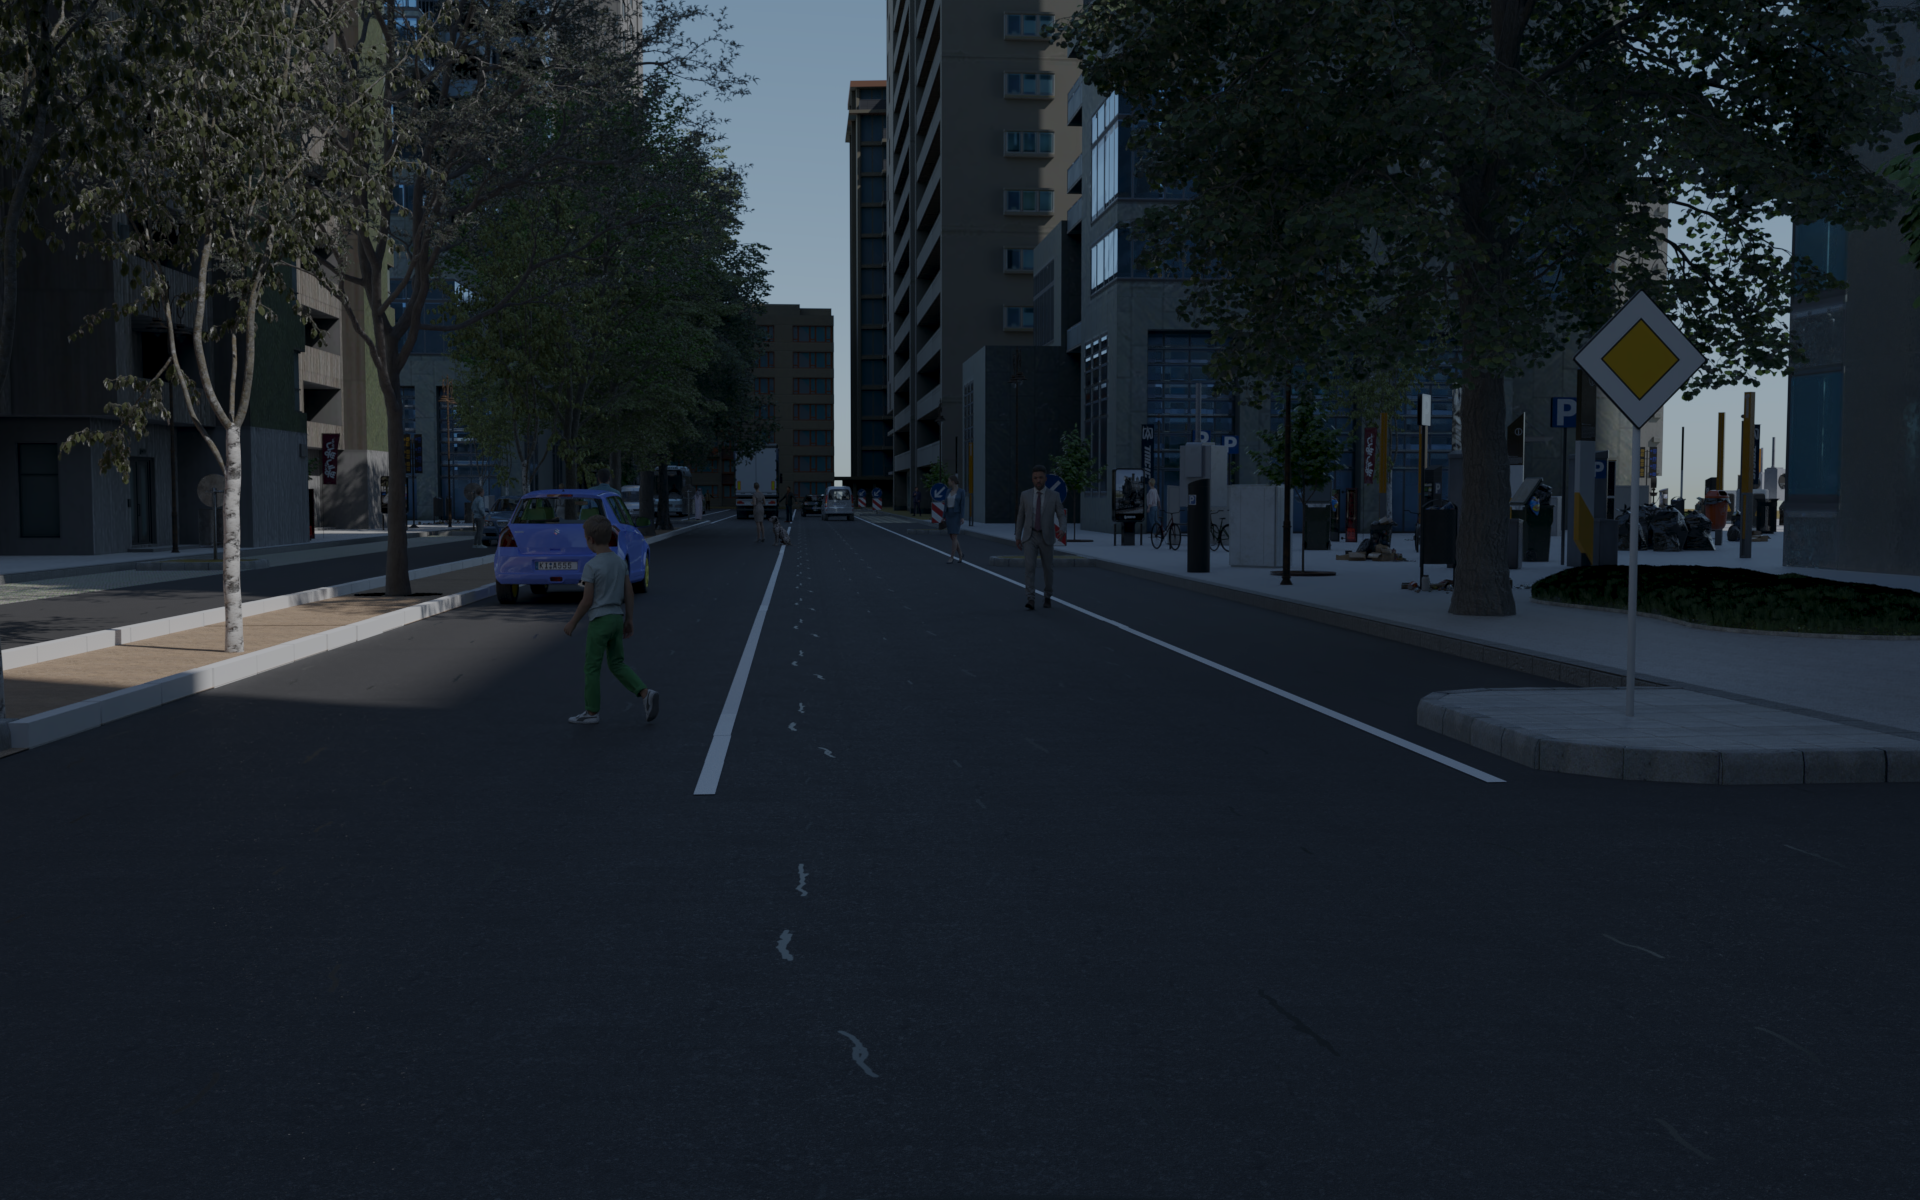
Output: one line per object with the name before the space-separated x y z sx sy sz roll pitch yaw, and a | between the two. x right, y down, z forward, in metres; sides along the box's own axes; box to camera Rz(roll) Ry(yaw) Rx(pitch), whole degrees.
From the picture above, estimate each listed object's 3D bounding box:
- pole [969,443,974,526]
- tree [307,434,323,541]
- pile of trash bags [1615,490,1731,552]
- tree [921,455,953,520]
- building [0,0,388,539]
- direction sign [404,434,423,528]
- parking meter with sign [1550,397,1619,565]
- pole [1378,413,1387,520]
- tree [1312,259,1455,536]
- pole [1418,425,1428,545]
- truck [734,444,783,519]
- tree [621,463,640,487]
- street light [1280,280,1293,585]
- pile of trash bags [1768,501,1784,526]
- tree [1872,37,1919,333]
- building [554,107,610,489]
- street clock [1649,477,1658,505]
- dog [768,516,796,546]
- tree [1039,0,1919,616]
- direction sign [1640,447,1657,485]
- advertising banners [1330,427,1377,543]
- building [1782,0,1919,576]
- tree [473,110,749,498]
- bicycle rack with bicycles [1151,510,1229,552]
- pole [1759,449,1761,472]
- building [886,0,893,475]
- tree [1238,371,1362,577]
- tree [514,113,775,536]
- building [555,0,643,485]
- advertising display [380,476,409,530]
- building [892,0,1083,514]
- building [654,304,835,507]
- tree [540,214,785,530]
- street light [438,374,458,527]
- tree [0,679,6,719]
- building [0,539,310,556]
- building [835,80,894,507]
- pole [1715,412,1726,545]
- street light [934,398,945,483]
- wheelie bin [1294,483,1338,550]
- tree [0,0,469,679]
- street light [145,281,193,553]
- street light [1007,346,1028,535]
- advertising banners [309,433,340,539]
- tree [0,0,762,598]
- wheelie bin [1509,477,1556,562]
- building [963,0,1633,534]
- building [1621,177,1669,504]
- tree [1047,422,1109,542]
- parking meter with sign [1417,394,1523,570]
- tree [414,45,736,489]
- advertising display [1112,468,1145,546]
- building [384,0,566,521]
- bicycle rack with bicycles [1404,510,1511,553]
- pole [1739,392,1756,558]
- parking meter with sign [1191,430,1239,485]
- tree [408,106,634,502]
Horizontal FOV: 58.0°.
pole | 0.442 -4.575 68.637 0.158 3.312 0.155 0 3 0
tree | -18.529 -3.237 47.533 1.663 3.219 1.824 0 3 0
pile of trash bags | 16.515 -1.840 39.832 3.447 1.369 1.912 -2 4 -33
tree | -1.181 -5.657 87.092 1.663 3.219 1.824 0 3 0
building | -28.338 -17.598 59.435 14.160 30.474 14.107 0 4 -5
direction sign | -20.683 -4.496 65.507 0.876 3.537 0.379 1 4 22
parking meter with sign | 10.999 -2.087 30.389 0.543 3.016 1.738 0 4 -8
pole | 10.635 -3.041 43.562 0.158 3.312 0.155 0 3 0
tree | 12.745 -6.228 52.185 4.737 8.622 4.395 0 3 0
pole | 11.720 -3.060 43.876 0.158 3.312 0.155 0 3 0
truck | -11.934 -6.937 102.326 2.839 4.237 11.283 0 4 -5
tree | -26.190 -9.110 132.669 4.285 4.588 4.351 0 3 0
street light | 4.614 -3.151 24.315 0.468 5.910 1.993 0 4 -5
pile of trash bags | 33.789 -3.687 70.041 3.447 1.369 1.912 2 4 29
tree | 6.773 -1.574 9.453 4.285 4.588 4.351 0 3 0
building | -32.136 -21.373 121.152 14.160 30.474 14.107 0 4 -5
street clock | 29.529 -4.231 73.753 0.358 2.002 0.471 1 4 19
dog | -4.879 -1.917 48.178 0.800 0.831 0.513 1 4 18
tree | 5.478 -6.814 18.058 9.857 13.997 8.962 0 3 0
direction sign | 32.943 -5.573 83.109 0.876 3.537 0.379 1 4 20
advertising banners | 10.388 -3.044 45.958 0.090 3.025 2.074 -2 4 -24
building | 28.226 -24.528 20.646 30.456 49.044 23.786 0 4 -5
tree | -9.900 -7.863 49.141 7.486 12.596 7.792 0 3 0
bicycle rack with bicycles | 5.847 -1.588 39.351 2.852 0.926 2.925 -1 4 -12
pole | 35.802 -5.120 77.553 0.158 3.312 0.155 0 3 0
building | 7.791 -34.152 147.619 28.713 52.752 27.495 0 4 -5
tree | 5.439 -2.011 27.486 1.663 3.219 1.824 0 3 0
tree | -10.755 -9.159 58.857 9.857 13.997 8.962 0 3 0
building | -37.972 -43.334 146.762 20.611 71.187 20.563 0 4 -5
advertising display | -20.005 -3.430 61.297 0.974 1.923 0.123 0 4 4
building | 6.447 -30.504 122.438 21.300 48.544 21.600 0 4 -5
building | -27.817 -20.488 180.018 28.899 21.520 27.650 0 4 -5
tree | -11.819 -9.125 68.655 9.611 12.733 9.660 0 3 0
street light | -19.776 -5.761 66.981 0.468 5.910 1.993 0 4 -5
tree | -6.106 -3.547 10.821 4.360 8.622 3.978 0 3 0
building | -23.669 -16.269 37.704 14.160 30.474 14.107 0 4 -5
building | 1.149 -32.117 179.732 28.867 44.769 22.147 0 4 -5
pole | 18.971 -3.020 43.216 0.158 3.312 0.155 0 3 0
street light | -0.948 -6.780 83.643 0.468 5.910 1.993 0 4 -5
wheelie bin | 8.169 -1.947 39.743 0.980 1.594 0.693 1 4 14
tree | -6.579 -3.839 15.584 4.360 8.622 3.978 0 3 0
street light | -17.159 -3.970 37.700 0.468 5.910 1.993 0 4 -5
street light | 1.781 -4.979 54.186 0.468 5.910 1.993 0 4 -5
advertising banners | -18.776 -3.264 49.559 2.074 3.025 0.090 0 4 -8
tree | -7.812 -6.780 23.676 12.009 13.543 11.850 0 3 0
wheelie bin | 10.904 -1.536 33.014 0.693 1.594 0.980 -1 4 -9
building | 12.663 -46.246 68.800 22.319 86.520 31.000 0 4 -5
building | 55.045 -23.724 159.589 14.107 30.474 14.160 0 4 -5
tree | 3.207 -3.177 46.538 1.663 3.219 1.824 0 3 0
parking meter with sign | 8.818 -2.058 29.913 1.738 3.016 0.543 2 4 30
tree | -8.890 -6.811 39.577 9.928 11.665 9.643 0 3 0
advertising display | 4.179 -2.312 43.014 0.974 1.923 0.123 -2 4 -35
building | -33.831 -47.914 96.065 22.319 86.520 31.000 0 4 -5
bicycle rack with bicycles | 11.032 -1.525 38.308 2.852 0.926 2.925 2 4 27
pole | 15.732 -2.492 34.595 0.158 3.312 0.155 0 3 0
parking meter with sign | 6.818 -3.074 46.520 0.543 3.016 1.738 -1 4 -17
tree | -8.102 -4.861 32.291 4.737 8.622 4.395 0 3 0
